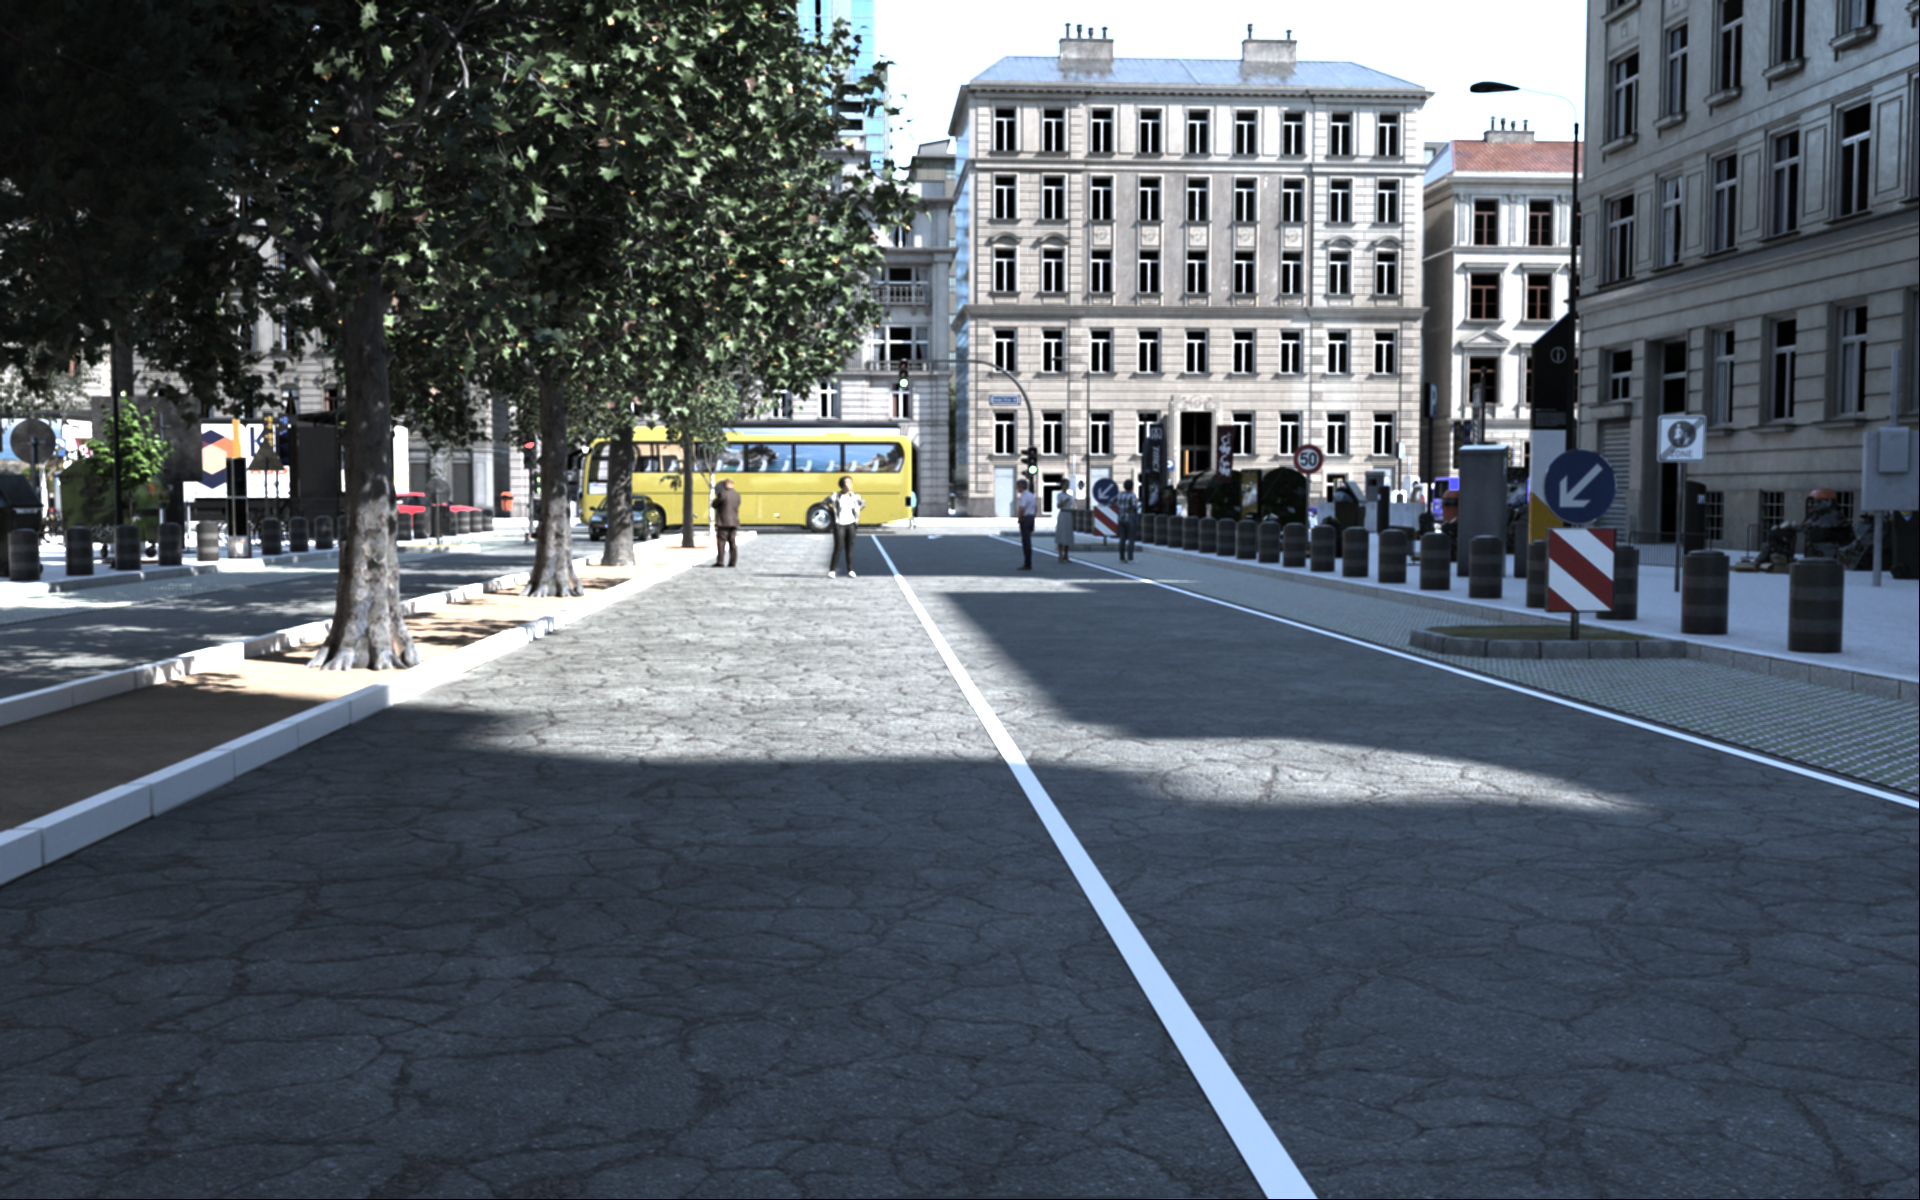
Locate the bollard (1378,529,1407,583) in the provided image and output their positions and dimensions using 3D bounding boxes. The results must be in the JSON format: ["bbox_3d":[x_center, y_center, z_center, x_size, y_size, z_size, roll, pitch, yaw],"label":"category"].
[{"bbox_3d":[6.265,-0.634,25.091,0.404,0.777,0.398,0,3,0],"label":"bollard"}]

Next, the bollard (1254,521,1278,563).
[{"bbox_3d":[5.786,-1.082,32.404,0.404,0.777,0.398,0,3,0],"label":"bollard"}]

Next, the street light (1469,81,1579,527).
[{"bbox_3d":[6.423,-2.883,19.684,1.470,5.913,1.316,0,4,-4],"label":"street light"}]

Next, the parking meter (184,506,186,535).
[{"bbox_3d":[-24.658,-2.829,54.658,0.372,1.533,0.369,0,3,0],"label":"parking meter"}]

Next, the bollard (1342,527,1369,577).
[{"bbox_3d":[6.149,-0.746,26.914,0.404,0.777,0.398,0,3,0],"label":"bollard"}]

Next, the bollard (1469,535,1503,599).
[{"bbox_3d":[6.504,-0.410,21.424,0.404,0.777,0.398,0,3,0],"label":"bollard"}]

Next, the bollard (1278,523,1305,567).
[{"bbox_3d":[5.906,-0.970,30.581,0.404,0.777,0.398,0,3,0],"label":"bollard"}]

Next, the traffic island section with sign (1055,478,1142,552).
[{"bbox_3d":[3.443,-2.135,43.540,1.989,1.847,2.006,0,4,-4],"label":"traffic island section with sign"}]

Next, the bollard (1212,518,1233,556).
[{"bbox_3d":[5.545,-1.305,36.050,0.404,0.777,0.398,0,3,0],"label":"bollard"}]

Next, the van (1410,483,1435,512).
[{"bbox_3d":[19.738,-3.720,67.830,4.112,2.044,2.013,0,4,-4],"label":"van"}]

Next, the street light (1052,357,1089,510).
[{"bbox_3d":[3.816,-5.279,58.861,1.470,5.913,1.316,0,4,-4],"label":"street light"}]

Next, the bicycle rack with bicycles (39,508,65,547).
[{"bbox_3d":[-22.290,-1.794,42.713,2.925,0.926,2.852,0,4,-3],"label":"bicycle rack with bicycles"}]

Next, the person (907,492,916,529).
[{"bbox_3d":[-2.001,-3.807,71.094,0.444,1.785,0.601,3,5,45],"label":"person"}]

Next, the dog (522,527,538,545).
[{"bbox_3d":[-12.153,-1.829,49.185,0.406,0.507,0.540,0,4,3],"label":"dog"}]

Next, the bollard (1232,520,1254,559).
[{"bbox_3d":[5.666,-1.193,34.227,0.404,0.777,0.398,0,3,0],"label":"bollard"}]

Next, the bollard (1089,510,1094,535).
[{"bbox_3d":[4.348,-2.424,54.346,0.404,0.777,0.398,0,3,0],"label":"bollard"}]

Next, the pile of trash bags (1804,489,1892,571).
[{"bbox_3d":[15.764,-1.266,30.458,1.912,1.369,3.447,0,4,2],"label":"pile of trash bags"}]

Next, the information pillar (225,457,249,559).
[{"bbox_3d":[-14.304,-1.822,34.281,0.304,2.012,0.304,3,5,43],"label":"information pillar"}]

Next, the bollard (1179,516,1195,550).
[{"bbox_3d":[5.308,-1.528,39.697,0.404,0.777,0.398,0,3,0],"label":"bollard"}]

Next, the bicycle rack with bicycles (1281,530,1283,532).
[{"bbox_3d":[10.475,-2.800,59.155,2.925,0.926,2.852,0,4,7],"label":"bicycle rack with bicycles"}]

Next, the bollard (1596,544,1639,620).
[{"bbox_3d":[6.744,-0.187,17.773,0.404,0.777,0.398,0,3,0],"label":"bollard"}]

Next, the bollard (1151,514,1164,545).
[{"bbox_3d":[5.068,-1.752,43.366,0.404,0.777,0.398,0,3,0],"label":"bollard"}]

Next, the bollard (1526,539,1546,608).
[{"bbox_3d":[6.621,-0.299,19.601,0.404,0.777,0.398,0,3,0],"label":"bollard"}]

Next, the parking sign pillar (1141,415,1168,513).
[{"bbox_3d":[6.567,-4.281,58.471,1.447,3.967,1.447,2,4,30],"label":"parking sign pillar"}]

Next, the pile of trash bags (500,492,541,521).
[{"bbox_3d":[-20.224,-4.444,82.406,3.447,1.369,1.912,0,4,7],"label":"pile of trash bags"}]

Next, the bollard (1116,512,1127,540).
[{"bbox_3d":[4.709,-2.087,48.835,0.404,0.777,0.398,0,3,0],"label":"bollard"}]

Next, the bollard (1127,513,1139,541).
[{"bbox_3d":[4.829,-1.975,47.012,0.404,0.777,0.398,0,3,0],"label":"bollard"}]

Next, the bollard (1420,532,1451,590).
[{"bbox_3d":[6.385,-0.523,23.268,0.404,0.777,0.398,0,3,0],"label":"bollard"}]

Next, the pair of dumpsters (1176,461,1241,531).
[{"bbox_3d":[7.496,-2.958,50.850,1.574,2.255,4.437,0,4,-4],"label":"pair of dumpsters"}]

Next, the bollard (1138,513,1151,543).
[{"bbox_3d":[4.949,-1.864,45.189,0.404,0.777,0.398,0,3,0],"label":"bollard"}]

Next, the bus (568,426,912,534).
[{"bbox_3d":[-7.948,-4.396,63.420,12.252,3.916,2.896,0,4,-5],"label":"bus"}]

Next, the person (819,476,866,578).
[{"bbox_3d":[-1.991,-1.258,29.786,0.841,1.734,0.376,-1,4,-18],"label":"person"}]

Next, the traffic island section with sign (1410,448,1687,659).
[{"bbox_3d":[5.254,-0.444,15.890,1.989,1.847,2.006,0,4,-4],"label":"traffic island section with sign"}]

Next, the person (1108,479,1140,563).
[{"bbox_3d":[3.439,-1.620,35.706,0.376,1.734,0.841,-2,4,-31],"label":"person"}]

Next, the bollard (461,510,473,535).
[{"bbox_3d":[-15.745,-2.456,54.868,0.404,0.777,0.398,0,3,0],"label":"bollard"}]

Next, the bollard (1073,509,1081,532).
[{"bbox_3d":[4.109,-2.647,57.998,0.404,0.777,0.398,0,3,0],"label":"bollard"}]

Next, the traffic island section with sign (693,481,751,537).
[{"bbox_3d":[-8.019,-3.078,58.455,2.006,1.907,1.989,0,4,-4],"label":"traffic island section with sign"}]

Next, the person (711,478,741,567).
[{"bbox_3d":[-4.644,-1.527,34.149,0.600,1.739,0.565,1,4,16],"label":"person"}]

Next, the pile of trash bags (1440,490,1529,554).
[{"bbox_3d":[11.552,-1.685,37.308,3.447,1.369,1.912,-3,4,-37],"label":"pile of trash bags"}]

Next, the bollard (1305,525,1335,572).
[{"bbox_3d":[6.025,-0.859,28.758,0.404,0.777,0.398,0,3,0],"label":"bollard"}]

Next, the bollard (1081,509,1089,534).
[{"bbox_3d":[4.224,-2.536,56.175,0.404,0.777,0.398,0,3,0],"label":"bollard"}]

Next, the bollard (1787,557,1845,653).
[{"bbox_3d":[6.982,0.036,14.127,0.404,0.777,0.398,0,3,0],"label":"bollard"}]

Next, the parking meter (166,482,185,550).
[{"bbox_3d":[-18.160,-2.099,40.022,0.399,1.863,0.255,1,4,19],"label":"parking meter"}]

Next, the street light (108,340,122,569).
[{"bbox_3d":[-13.943,-3.497,29.723,1.470,5.913,1.316,0,4,-4],"label":"street light"}]

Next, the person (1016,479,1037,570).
[{"bbox_3d":[1.201,-1.426,32.760,0.436,1.711,0.756,2,4,32],"label":"person"}]

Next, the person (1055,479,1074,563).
[{"bbox_3d":[2.239,-1.658,36.174,0.480,1.755,0.524,-3,5,-43],"label":"person"}]

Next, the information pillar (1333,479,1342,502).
[{"bbox_3d":[18.157,-4.820,83.300,0.304,2.012,0.304,-3,5,-42],"label":"information pillar"}]

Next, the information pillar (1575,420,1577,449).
[{"bbox_3d":[17.546,-3.559,49.542,0.504,3.616,0.183,-1,4,-19],"label":"information pillar"}]

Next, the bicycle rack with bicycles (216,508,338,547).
[{"bbox_3d":[-17.057,-1.778,42.446,2.925,0.926,2.852,1,4,19],"label":"bicycle rack with bicycles"}]

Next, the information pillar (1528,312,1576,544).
[{"bbox_3d":[7.603,-1.895,22.341,0.504,3.616,0.183,0,4,-8],"label":"information pillar"}]

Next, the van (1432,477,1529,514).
[{"bbox_3d":[20.040,-3.607,63.366,5.245,2.365,2.240,0,4,-4],"label":"van"}]

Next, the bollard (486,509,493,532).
[{"bbox_3d":[-15.982,-2.679,58.515,0.404,0.777,0.398,0,3,0],"label":"bollard"}]

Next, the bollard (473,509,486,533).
[{"bbox_3d":[-15.860,-2.567,56.692,0.404,0.777,0.398,0,3,0],"label":"bollard"}]

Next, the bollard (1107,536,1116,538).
[{"bbox_3d":[4.591,-2.199,50.676,0.404,0.777,0.398,0,3,0],"label":"bollard"}]

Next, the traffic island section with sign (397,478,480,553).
[{"bbox_3d":[-13.013,-2.097,42.920,1.989,1.847,2.006,0,4,-4],"label":"traffic island section with sign"}]

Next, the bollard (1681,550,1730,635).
[{"bbox_3d":[6.862,-0.075,15.950,0.404,0.777,0.398,0,3,0],"label":"bollard"}]

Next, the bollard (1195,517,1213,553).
[{"bbox_3d":[5.426,-1.416,37.874,0.404,0.777,0.398,0,3,0],"label":"bollard"}]

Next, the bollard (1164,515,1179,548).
[{"bbox_3d":[5.189,-1.641,41.540,0.404,0.777,0.398,0,3,0],"label":"bollard"}]
